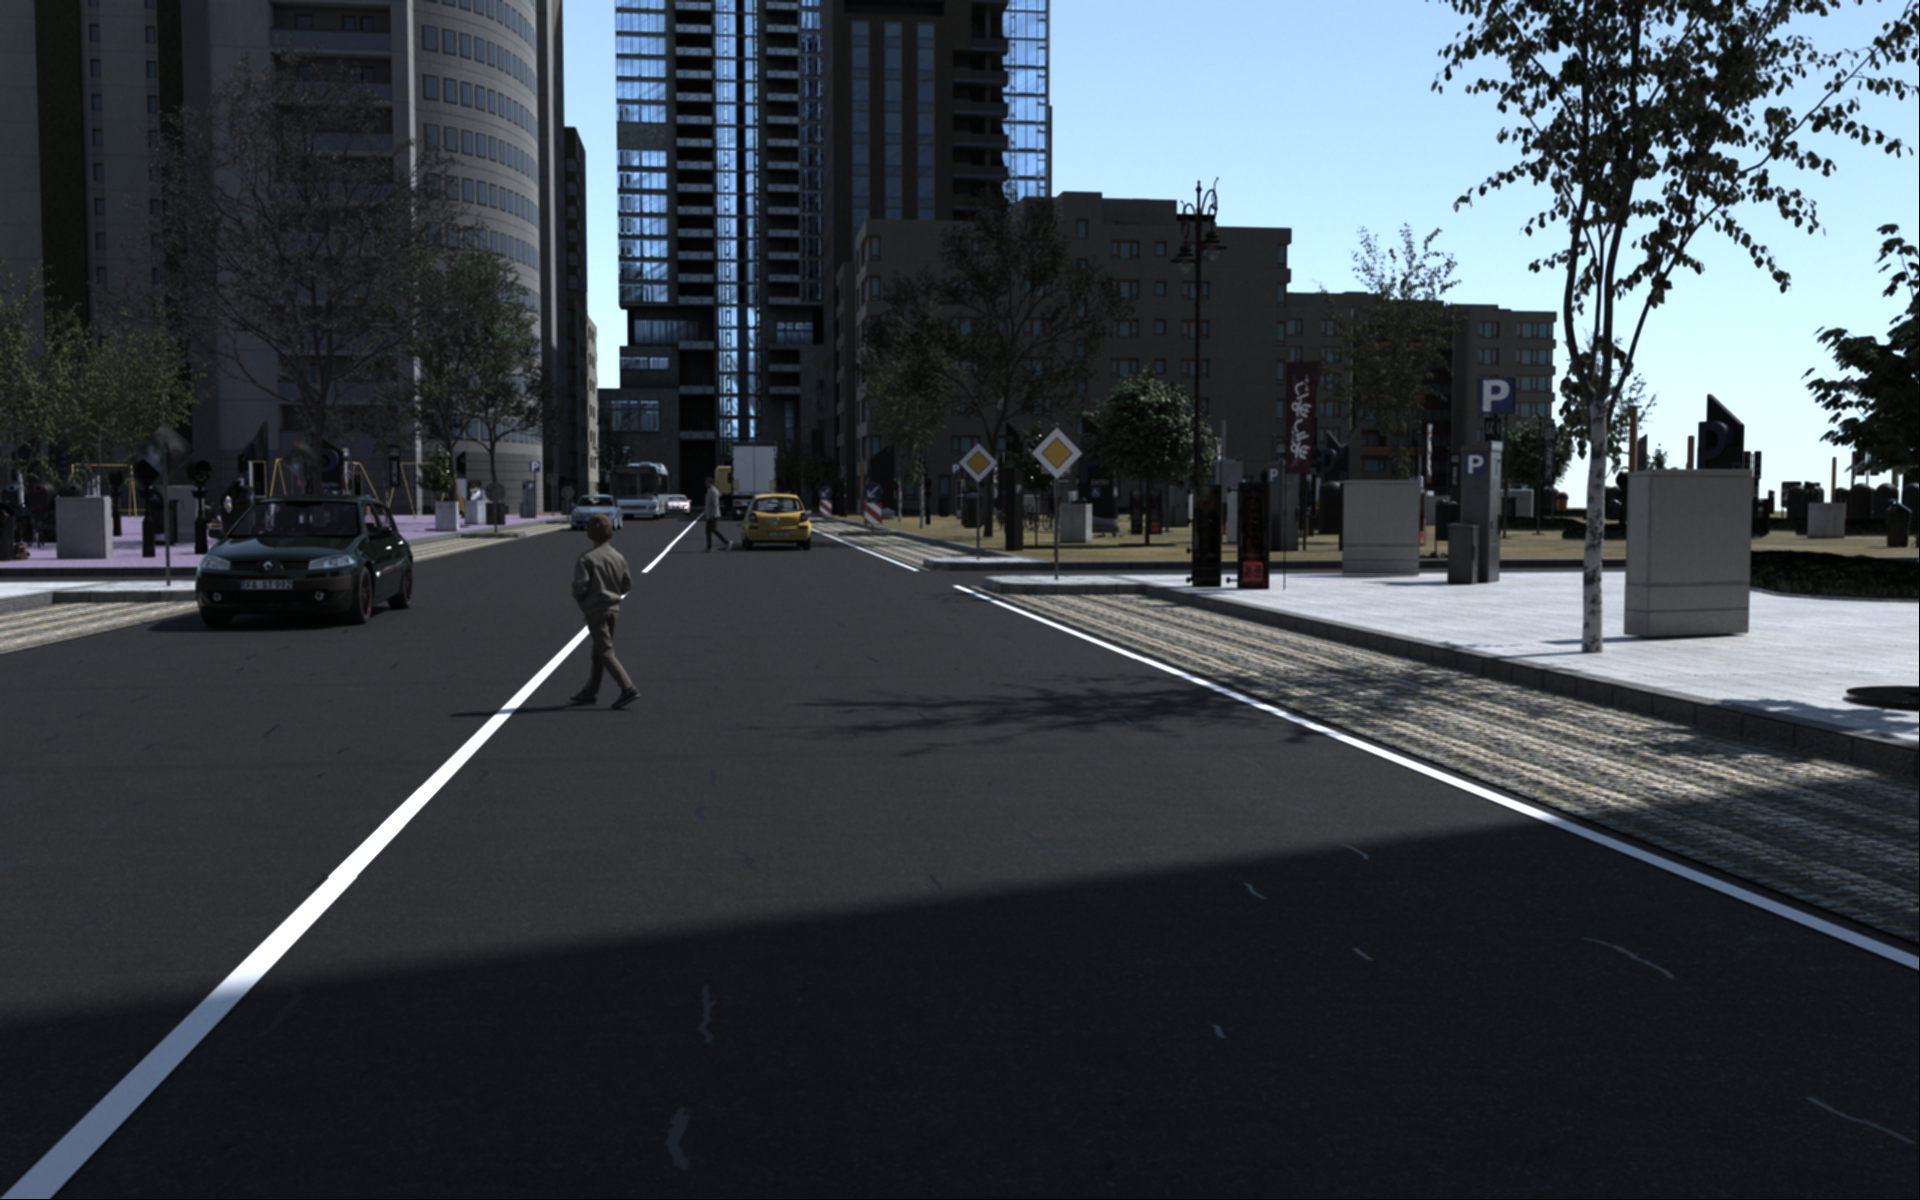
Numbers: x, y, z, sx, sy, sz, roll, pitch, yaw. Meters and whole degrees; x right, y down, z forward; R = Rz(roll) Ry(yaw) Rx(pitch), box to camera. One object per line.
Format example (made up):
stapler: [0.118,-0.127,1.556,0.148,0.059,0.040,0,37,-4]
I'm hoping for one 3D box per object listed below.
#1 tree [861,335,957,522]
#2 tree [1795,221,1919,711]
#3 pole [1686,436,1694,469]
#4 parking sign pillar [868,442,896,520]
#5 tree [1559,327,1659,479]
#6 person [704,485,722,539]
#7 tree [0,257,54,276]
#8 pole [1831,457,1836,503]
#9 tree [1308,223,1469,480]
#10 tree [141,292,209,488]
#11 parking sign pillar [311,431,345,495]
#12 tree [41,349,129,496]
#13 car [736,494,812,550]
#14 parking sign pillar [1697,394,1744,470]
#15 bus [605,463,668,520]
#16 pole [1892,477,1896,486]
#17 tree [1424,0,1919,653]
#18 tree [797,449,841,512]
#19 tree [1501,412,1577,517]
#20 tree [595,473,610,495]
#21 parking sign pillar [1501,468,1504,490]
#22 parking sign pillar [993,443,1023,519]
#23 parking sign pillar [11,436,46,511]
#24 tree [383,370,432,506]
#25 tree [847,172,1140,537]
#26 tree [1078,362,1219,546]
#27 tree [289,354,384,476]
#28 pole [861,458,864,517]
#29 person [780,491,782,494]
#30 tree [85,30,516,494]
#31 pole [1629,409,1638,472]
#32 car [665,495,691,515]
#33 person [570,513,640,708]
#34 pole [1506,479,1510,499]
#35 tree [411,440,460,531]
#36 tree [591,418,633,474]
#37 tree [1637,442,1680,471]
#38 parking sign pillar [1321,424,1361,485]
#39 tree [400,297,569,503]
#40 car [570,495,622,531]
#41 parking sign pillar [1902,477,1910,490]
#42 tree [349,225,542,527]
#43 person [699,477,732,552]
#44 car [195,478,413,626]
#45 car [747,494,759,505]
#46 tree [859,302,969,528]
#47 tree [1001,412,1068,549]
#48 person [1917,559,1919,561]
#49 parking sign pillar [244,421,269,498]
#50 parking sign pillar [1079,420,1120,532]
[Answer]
tree: [-2.559,-7.903,79.570,4.360,8.622,3.978,0,3,0]
tree: [6.024,-0.982,10.654,1.663,3.219,1.824,0,3,0]
pole: [25.520,-4.080,60.546,0.158,3.312,0.155,0,3,0]
parking sign pillar: [-3.990,-6.079,87.856,1.447,3.967,1.447,-1,4,-21]
tree: [28.212,-7.682,75.962,4.737,8.622,4.395,0,3,0]
person: [-7.968,-2.858,55.475,0.600,1.795,0.529,1,4,20]
tree: [-28.840,-6.306,53.471,4.737,8.622,4.395,0,3,0]
pole: [48.106,-6.210,95.375,0.158,3.312,0.155,0,3,0]
tree: [11.602,-5.870,46.339,4.737,8.622,4.395,0,3,0]
tree: [-29.179,-6.840,62.192,4.737,8.622,4.395,0,3,0]
parking sign pillar: [-27.024,-5.232,74.014,1.447,3.967,1.447,0,4,-3]
tree: [-43.548,-8.339,86.705,4.360,8.622,3.978,0,3,0]
car: [-4.871,-2.165,45.618,2.015,1.641,3.980,-1,4,-9]
parking sign pillar: [20.175,-3.518,45.987,1.447,3.967,1.447,-1,4,-16]
bus: [-18.380,-6.404,99.563,2.948,3.499,13.247,0,4,-7]
pole: [37.812,-4.666,70.124,0.158,3.312,0.155,0,3,0]
tree: [5.373,-3.882,13.841,4.360,8.622,3.978,0,3,0]
tree: [-10.247,-8.721,126.303,4.285,4.588,4.351,0,3,0]
tree: [23.152,-5.268,69.840,4.285,4.588,4.351,0,3,0]
tree: [-32.004,-9.838,155.452,1.663,3.219,1.824,0,3,0]
parking sign pillar: [30.223,-6.723,98.386,1.447,3.967,1.447,2,4,35]
parking sign pillar: [2.543,-6.118,88.508,1.447,3.967,1.447,-1,4,-17]
parking sign pillar: [-41.450,-5.420,77.083,1.447,3.967,1.447,0,4,2]
tree: [-32.309,-9.027,97.953,4.360,8.622,3.978,0,3,0]
tree: [0.843,-7.142,51.183,8.767,10.594,7.601,0,4,-4]
tree: [4.724,-3.626,43.005,4.285,4.588,4.351,0,3,0]
tree: [-33.215,-8.568,90.449,4.360,8.622,3.978,0,3,0]
pole: [-5.516,-6.367,97.942,0.158,3.312,0.155,0,3,0]
person: [-16.115,-8.965,155.631,0.434,1.755,0.990,-3,4,-38]
tree: [-17.175,-8.297,46.020,12.009,13.543,11.850,0,3,0]
pole: [16.211,-2.930,41.746,0.158,3.312,0.155,0,3,0]
car: [-19.791,-6.636,120.866,2.083,1.381,4.827,0,4,-8]
person: [-2.416,0.070,11.636,0.640,1.303,0.475,2,4,26]
pole: [31.391,-6.442,99.165,0.158,3.312,0.155,0,3,0]
tree: [-18.342,-4.080,61.306,1.663,3.219,1.824,0,3,0]
tree: [-32.832,-13.084,164.287,4.737,8.622,4.395,0,3,0]
tree: [26.163,-4.296,64.843,1.663,3.219,1.824,0,3,0]
parking sign pillar: [14.815,-4.734,65.880,1.447,3.967,1.447,2,4,33]
tree: [-20.580,-8.634,75.573,7.601,10.594,8.767,0,4,-4]
car: [-14.567,-3.517,69.507,2.014,1.417,4.499,0,4,-7]
parking sign pillar: [52.810,-6.575,95.974,1.447,3.967,1.447,0,4,-2]
tree: [-19.911,-8.651,67.194,9.928,11.665,9.643,0,3,0]
person: [-6.034,-2.103,42.738,0.795,1.843,0.661,-1,4,-16]
car: [-7.552,-0.637,20.197,2.009,1.686,4.222,0,4,-8]
car: [-8.802,-4.184,80.201,2.131,1.459,4.920,0,4,-7]
tree: [-1.677,-7.026,65.246,4.737,8.622,4.395,0,3,0]
tree: [1.766,-2.848,41.168,1.663,3.219,1.824,0,3,0]
person: [18.557,-1.464,33.114,0.598,1.740,0.731,-1,4,-22]
parking sign pillar: [-25.848,-4.597,63.627,1.447,3.967,1.447,0,4,-1]
parking sign pillar: [4.683,-4.288,58.577,1.447,3.967,1.447,2,4,31]
